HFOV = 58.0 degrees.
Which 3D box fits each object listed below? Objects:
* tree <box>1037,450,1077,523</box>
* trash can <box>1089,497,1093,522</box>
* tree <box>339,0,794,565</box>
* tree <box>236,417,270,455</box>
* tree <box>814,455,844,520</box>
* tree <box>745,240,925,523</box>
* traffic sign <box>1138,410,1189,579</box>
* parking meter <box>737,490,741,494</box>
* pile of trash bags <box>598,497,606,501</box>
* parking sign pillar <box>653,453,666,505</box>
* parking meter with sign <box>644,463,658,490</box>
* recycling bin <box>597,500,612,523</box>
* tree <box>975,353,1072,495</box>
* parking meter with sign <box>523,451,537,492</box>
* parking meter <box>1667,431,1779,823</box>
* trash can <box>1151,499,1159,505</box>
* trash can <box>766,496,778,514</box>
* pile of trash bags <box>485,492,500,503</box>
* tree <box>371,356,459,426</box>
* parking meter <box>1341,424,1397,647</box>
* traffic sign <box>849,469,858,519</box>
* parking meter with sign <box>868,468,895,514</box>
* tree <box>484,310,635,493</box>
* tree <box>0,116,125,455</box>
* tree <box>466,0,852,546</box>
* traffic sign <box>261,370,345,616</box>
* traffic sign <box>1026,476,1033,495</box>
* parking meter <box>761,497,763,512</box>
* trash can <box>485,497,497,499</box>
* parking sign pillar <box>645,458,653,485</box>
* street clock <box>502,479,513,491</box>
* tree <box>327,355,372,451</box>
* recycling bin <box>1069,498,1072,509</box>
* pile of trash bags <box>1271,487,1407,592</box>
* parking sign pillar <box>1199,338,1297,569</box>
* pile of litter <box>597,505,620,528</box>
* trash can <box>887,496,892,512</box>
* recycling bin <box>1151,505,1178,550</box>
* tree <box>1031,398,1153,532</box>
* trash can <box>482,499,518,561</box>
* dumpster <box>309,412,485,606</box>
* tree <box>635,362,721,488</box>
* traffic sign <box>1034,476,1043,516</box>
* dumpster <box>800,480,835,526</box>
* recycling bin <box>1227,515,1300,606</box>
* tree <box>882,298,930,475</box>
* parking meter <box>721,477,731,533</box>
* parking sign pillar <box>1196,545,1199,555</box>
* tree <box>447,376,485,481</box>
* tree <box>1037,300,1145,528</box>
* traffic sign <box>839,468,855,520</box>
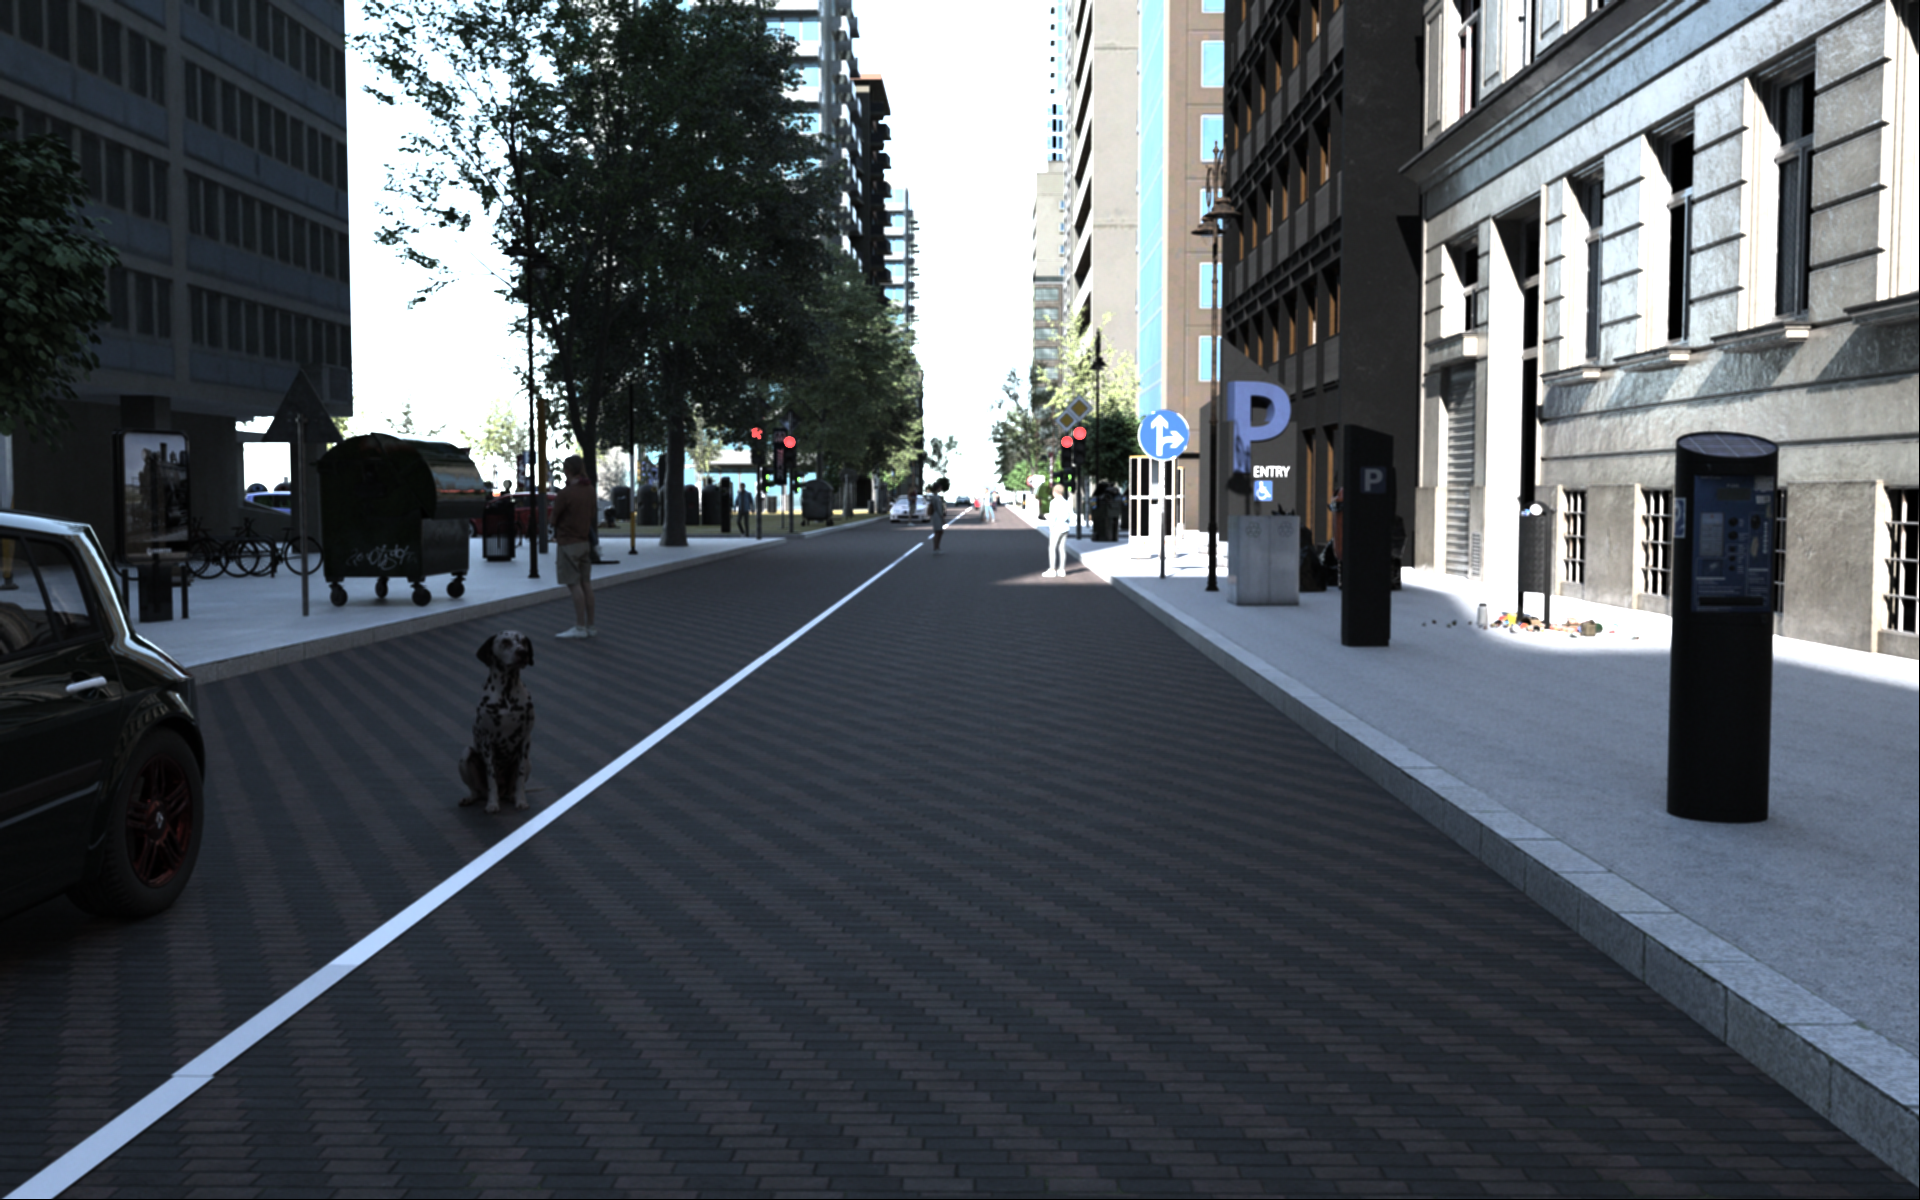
[{"bbox_3d":[4.484,-5.018,76.645,1.663,3.219,1.824,0,3,0],"label":"tree"},{"bbox_3d":[6.259,-4.115,78.930,0.748,1.137,0.748,0,3,0],"label":"trash can"},{"bbox_3d":[-6.882,-6.461,31.386,9.928,11.665,9.643,0,3,0],"label":"tree"},{"bbox_3d":[-29.228,-7.191,67.929,4.360,8.622,3.978,0,3,0],"label":"tree"},{"bbox_3d":[-6.489,-5.628,86.620,1.663,3.219,1.824,0,3,0],"label":"tree"},{"bbox_3d":[-5.892,-9.747,77.486,7.486,12.596,7.792,0,3,0],"label":"tree"},{"bbox_3d":[3.080,-1.599,26.251,0.768,2.556,0.104,0,4,3],"label":"traffic sign"},{"bbox_3d":[-14.329,-6.396,112.986,0.372,1.533,0.369,0,3,0],"label":"parking meter"},{"bbox_3d":[-19.991,-5.667,102.410,3.447,1.369,1.912,1,4,19],"label":"pile of trash bags"},{"bbox_3d":[-14.733,-6.106,88.307,1.447,3.967,1.447,-1,4,-14],"label":"parking sign pillar"},{"bbox_3d":[-16.933,-6.193,97.523,1.738,3.016,0.543,2,4,28],"label":"parking meter with sign"},{"bbox_3d":[-14.208,-3.417,68.417,0.722,1.027,0.722,1,4,16],"label":"recycling bin"},{"bbox_3d":[4.990,-10.991,114.114,8.767,10.594,7.601,0,4,8],"label":"tree"},{"bbox_3d":[-17.217,-4.465,69.262,0.543,3.016,1.738,-1,4,-12],"label":"parking meter with sign"},{"bbox_3d":[3.029,0.093,6.883,0.372,1.533,0.369,0,3,0],"label":"parking meter"},{"bbox_3d":[5.183,-2.234,48.172,0.748,1.137,0.748,0,3,0],"label":"trash can"},{"bbox_3d":[-12.384,-6.266,114.096,0.748,1.137,0.748,0,3,0],"label":"trash can"},{"bbox_3d":[-24.341,-5.084,92.881,1.912,1.369,3.447,-3,4,-37],"label":"pile of trash bags"},{"bbox_3d":[-29.470,-8.746,93.357,4.360,8.622,3.978,0,3,0],"label":"tree"},{"bbox_3d":[3.452,-0.545,14.628,0.399,1.863,0.255,0,4,-6],"label":"parking meter"},{"bbox_3d":[-5.599,-5.420,88.726,0.768,2.556,0.104,0,4,8],"label":"traffic sign"},{"bbox_3d":[-5.191,-7.225,114.390,1.738,3.016,0.543,-1,4,-20],"label":"parking meter with sign"},{"bbox_3d":[-14.068,-6.743,60.610,4.737,8.622,4.395,0,3,0],"label":"tree"},{"bbox_3d":[-7.921,-1.784,12.882,4.285,4.588,4.351,0,3,0],"label":"tree"},{"bbox_3d":[-7.100,-8.316,42.614,9.857,13.997,8.962,0,3,0],"label":"tree"},{"bbox_3d":[-6.890,-1.111,18.164,0.884,2.594,0.081,0,4,2],"label":"traffic sign"},{"bbox_3d":[4.996,-7.370,120.597,0.768,2.556,0.104,1,4,11],"label":"traffic sign"},{"bbox_3d":[-14.537,-7.346,125.820,0.255,1.863,0.399,2,4,30],"label":"parking meter"},{"bbox_3d":[-20.323,-3.847,74.544,0.748,1.137,0.748,0,3,0],"label":"trash can"},{"bbox_3d":[-22.490,-8.486,127.215,1.447,3.967,1.447,-3,5,-44],"label":"parking sign pillar"},{"bbox_3d":[-22.102,-4.896,84.619,0.471,2.002,0.358,2,4,25],"label":"street clock"},{"bbox_3d":[-31.195,-8.319,86.382,4.737,8.622,4.395,0,3,0],"label":"tree"},{"bbox_3d":[7.102,-6.248,114.712,0.722,1.027,0.722,2,4,30],"label":"recycling bin"},{"bbox_3d":[4.960,-0.809,22.975,1.912,1.369,3.447,0,4,4],"label":"pile of trash bags"},{"bbox_3d":[5.183,-2.548,30.133,1.447,3.967,1.447,-1,4,-17],"label":"parking sign pillar"},{"bbox_3d":[-13.517,-3.166,65.733,1.176,0.858,1.719,-1,4,-17],"label":"pile of litter"},{"bbox_3d":[-5.179,-6.838,123.456,0.748,1.137,0.748,0,3,0],"label":"trash can"},{"bbox_3d":[4.560,-1.667,39.816,0.722,1.027,0.722,2,4,28],"label":"recycling bin"},{"bbox_3d":[5.251,-4.632,59.441,4.285,4.588,4.351,0,3,0],"label":"tree"},{"bbox_3d":[-8.831,-1.315,33.156,0.748,1.137,0.748,0,3,0],"label":"trash can"},{"bbox_3d":[-6.641,-1.102,20.510,1.502,2.255,1.985,0,4,1],"label":"dumpster"},{"bbox_3d":[-16.174,-8.699,92.593,4.737,8.622,4.395,0,3,0],"label":"tree"},{"bbox_3d":[4.436,-5.818,97.258,0.606,2.300,0.079,1,4,10],"label":"traffic sign"},{"bbox_3d":[-5.739,-3.904,69.583,1.264,1.857,1.865,0,4,1],"label":"dumpster"},{"bbox_3d":[3.538,-0.469,20.224,0.722,1.027,0.722,0,4,-1],"label":"recycling bin"},{"bbox_3d":[-6.443,-11.729,98.420,9.857,13.997,8.962,0,3,0],"label":"tree"},{"bbox_3d":[-7.790,-3.173,57.596,0.255,1.863,0.399,0,4,3],"label":"parking meter"},{"bbox_3d":[5.759,-2.952,36.743,1.447,3.967,1.447,2,4,26],"label":"parking sign pillar"},{"bbox_3d":[-28.347,-9.400,104.056,4.737,8.622,4.395,0,3,0],"label":"tree"},{"bbox_3d":[4.865,-7.036,65.393,4.737,8.622,4.395,0,3,0],"label":"tree"},{"bbox_3d":[-5.541,-5.182,84.834,0.768,2.556,0.104,0,4,8],"label":"traffic sign"}]
